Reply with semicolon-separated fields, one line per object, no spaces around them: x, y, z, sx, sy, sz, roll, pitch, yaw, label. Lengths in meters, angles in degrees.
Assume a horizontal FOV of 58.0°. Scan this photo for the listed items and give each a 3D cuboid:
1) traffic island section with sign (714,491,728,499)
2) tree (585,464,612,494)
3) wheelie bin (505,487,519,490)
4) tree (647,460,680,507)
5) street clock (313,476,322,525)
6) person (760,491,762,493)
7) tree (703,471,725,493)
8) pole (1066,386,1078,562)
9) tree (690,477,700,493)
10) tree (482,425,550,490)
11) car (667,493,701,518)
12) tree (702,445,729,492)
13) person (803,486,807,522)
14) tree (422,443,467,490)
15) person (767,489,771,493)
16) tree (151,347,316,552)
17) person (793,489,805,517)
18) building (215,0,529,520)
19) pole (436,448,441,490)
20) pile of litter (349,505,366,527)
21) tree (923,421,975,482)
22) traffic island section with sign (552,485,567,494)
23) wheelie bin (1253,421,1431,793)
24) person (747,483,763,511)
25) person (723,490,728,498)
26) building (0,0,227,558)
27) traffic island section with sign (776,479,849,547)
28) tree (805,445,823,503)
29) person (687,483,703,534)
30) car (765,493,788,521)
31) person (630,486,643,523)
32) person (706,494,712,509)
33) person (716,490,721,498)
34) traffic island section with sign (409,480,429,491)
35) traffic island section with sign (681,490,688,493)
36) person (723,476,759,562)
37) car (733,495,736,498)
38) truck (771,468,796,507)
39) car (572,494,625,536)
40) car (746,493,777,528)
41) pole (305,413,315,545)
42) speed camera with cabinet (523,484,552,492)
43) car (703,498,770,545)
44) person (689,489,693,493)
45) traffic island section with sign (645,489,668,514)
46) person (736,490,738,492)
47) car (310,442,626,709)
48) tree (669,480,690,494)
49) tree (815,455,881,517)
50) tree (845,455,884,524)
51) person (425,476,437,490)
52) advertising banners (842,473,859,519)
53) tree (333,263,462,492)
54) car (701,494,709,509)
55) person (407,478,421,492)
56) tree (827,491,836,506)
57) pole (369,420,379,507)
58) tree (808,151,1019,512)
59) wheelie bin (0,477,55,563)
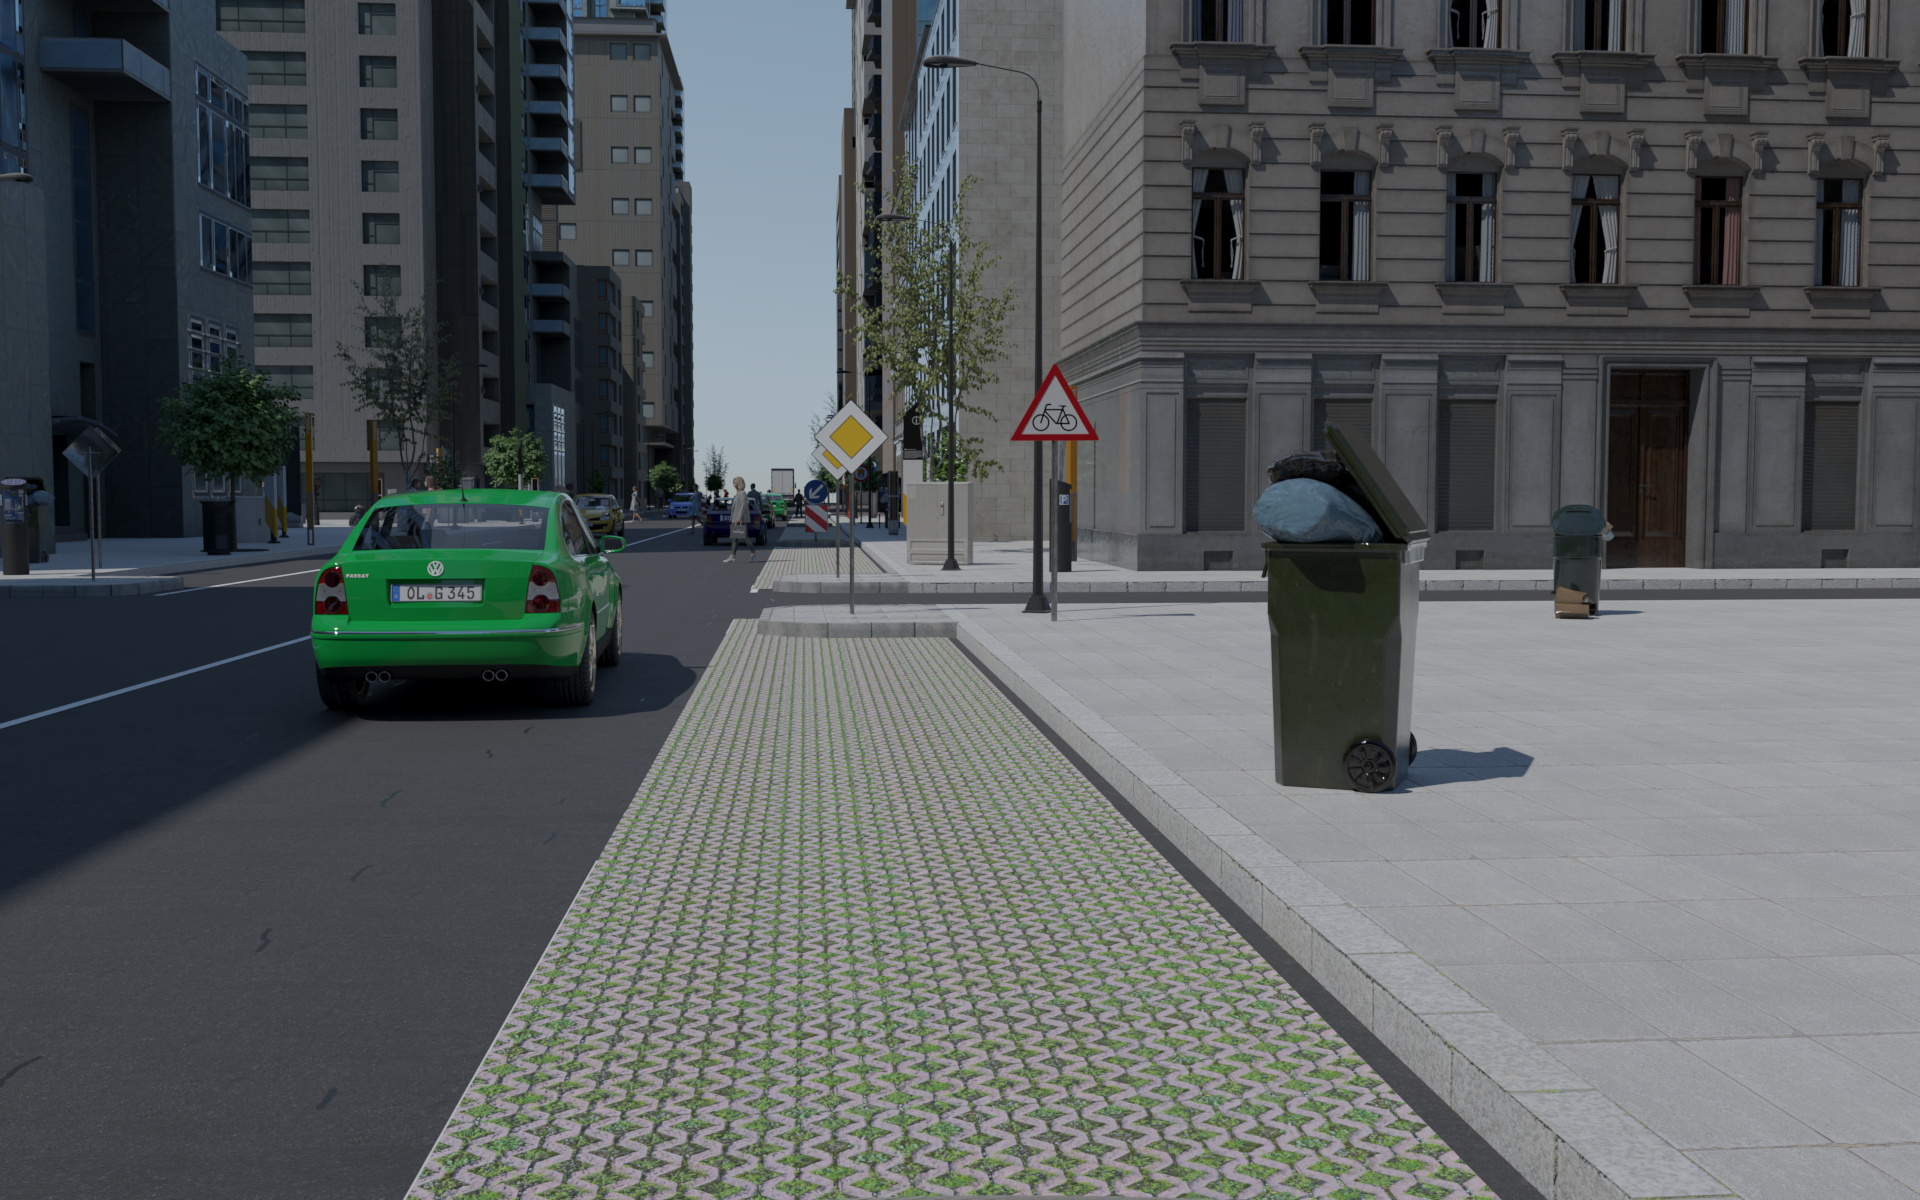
-29.020;-12.118;206.757;1.989;1.847;2.006;0;4;-5;traffic island section with sign
-23.129;-7.070;110.191;1.663;3.219;1.824;0;3;0;tree
-20.450;-4.368;79.324;0.980;1.594;0.693;0;4;-3;wheelie bin
-28.756;-11.265;167.897;4.285;4.588;4.351;0;3;0;tree
-26.329;-4.052;70.815;0.358;2.002;0.471;1;4;16;street clock
-22.583;-11.468;196.710;1.217;1.736;0.721;0;4;1;person
-34.110;-15.670;239.925;4.285;4.588;4.351;0;3;0;tree
2.119;-2.384;32.820;0.158;3.312;0.155;0;3;0;pole
-29.776;-12.178;193.709;1.663;3.219;1.824;0;3;0;tree
-21.105;-6.047;82.576;4.285;4.588;4.351;0;3;0;tree
-16.455;-5.742;103.474;1.945;1.707;3.694;0;4;-3;car
-35.377;-18.434;251.752;4.737;8.622;4.395;0;3;0;tree
-7.856;-4.941;89.094;0.447;1.846;0.655;-3;4;-36;person
-19.795;-4.398;66.503;1.663;3.219;1.824;0;3;0;tree
-11.964;-6.133;109.570;0.721;1.735;1.217;0;4;8;person
-16.230;-3.372;38.847;4.285;4.588;4.351;0;3;0;tree
-10.183;-6.162;109.802;0.990;1.755;0.434;3;4;36;person
-31.114;-19.552;91.376;14.160;30.474;14.107;0;4;-5;building
-23.147;-5.086;77.001;0.158;3.312;0.155;0;3;0;pole
-23.560;-3.350;68.746;1.176;0.858;1.719;2;4;26;pile of litter
-0.298;-3.117;45.564;1.663;3.219;1.824;0;3;0;tree
-17.170;-4.017;74.305;1.989;1.847;2.006;0;4;-5;traffic island section with sign
1.690;0.013;7.698;0.693;1.594;0.980;1;4;23;wheelie bin
-7.202;-3.147;60.074;0.709;1.813;0.853;-3;5;-41;person
-20.796;-8.864;153.372;0.705;1.831;1.348;1;4;13;person
-30.959;-44.393;38.501;22.319;86.520;31.000;0;4;-5;building
-4.048;-2.372;47.418;1.989;1.847;2.006;0;4;-5;traffic island section with sign
-20.441;-18.578;254.105;4.360;8.622;3.978;0;3;0;tree
-9.452;-3.280;62.220;0.778;1.811;0.616;-2;4;-29;person
-10.221;-5.169;93.306;1.959;1.807;4.718;0;4;-6;car
-15.718;-4.622;84.158;0.778;1.811;0.616;1;4;23;person
-20.804;-8.077;143.740;0.799;1.438;0.628;2;4;32;person
-17.856;-7.243;127.837;0.530;1.710;0.541;-1;4;-19;person
-14.737;-2.357;47.168;1.989;1.847;2.006;0;4;-5;traffic island section with sign
-24.129;-8.772;152.042;1.989;1.847;2.006;0;4;-5;traffic island section with sign
-4.574;-1.686;36.257;0.728;1.800;0.709;-1;4;-18;person
-25.659;-11.537;201.210;1.945;1.354;3.894;0;4;-6;car
-19.746;-12.515;193.538;2.839;4.237;11.283;0;4;-5;truck
-12.183;-2.889;57.462;2.015;1.641;3.980;0;4;-4;car
-8.771;-3.952;73.415;1.959;1.807;4.718;0;4;-4;car
-16.302;-3.032;43.414;0.158;3.312;0.155;0;3;0;pole
-21.647;-5.824;89.563;0.660;3.252;2.038;3;4;36;speed camera with cabinet
-6.436;-2.275;49.779;1.945;1.354;3.894;0;4;-5;car
-16.941;-6.159;109.913;0.721;1.735;1.217;0;4;-4;person
-21.722;-7.129;125.194;1.989;1.847;2.006;0;4;-5;traffic island section with sign
-12.111;-5.226;94.345;0.834;1.777;0.661;0;4;8;person
-3.544;-0.258;13.018;1.959;1.807;4.718;0;4;-7;car
-28.115;-10.833;171.724;1.663;3.219;1.824;0;3;0;tree
-6.128;-6.991;98.015;4.285;4.588;4.351;0;3;0;tree
-3.971;-4.974;75.929;1.663;3.219;1.824;0;3;0;tree
-11.491;-1.771;37.465;0.388;1.821;0.555;-2;4;-30;person
-5.722;-5.727;89.821;0.090;3.025;2.074;-2;4;-27;advertising banners
-17.592;-6.395;54.914;4.360;8.622;3.978;0;3;0;tree
-25.472;-9.763;169.408;2.009;1.686;4.222;0;4;-5;car
-14.339;-2.260;45.301;0.795;1.843;0.661;1;4;15;person
-14.057;-11.959;190.122;1.663;3.219;1.824;0;3;0;tree
-16.247;-3.315;48.037;0.158;3.312;0.155;0;3;0;pole
-0.635;-5.316;37.277;4.737;8.622;4.395;0;3;0;tree
-17.328;-1.483;32.156;0.980;1.594;0.693;-1;4;-13;wheelie bin
